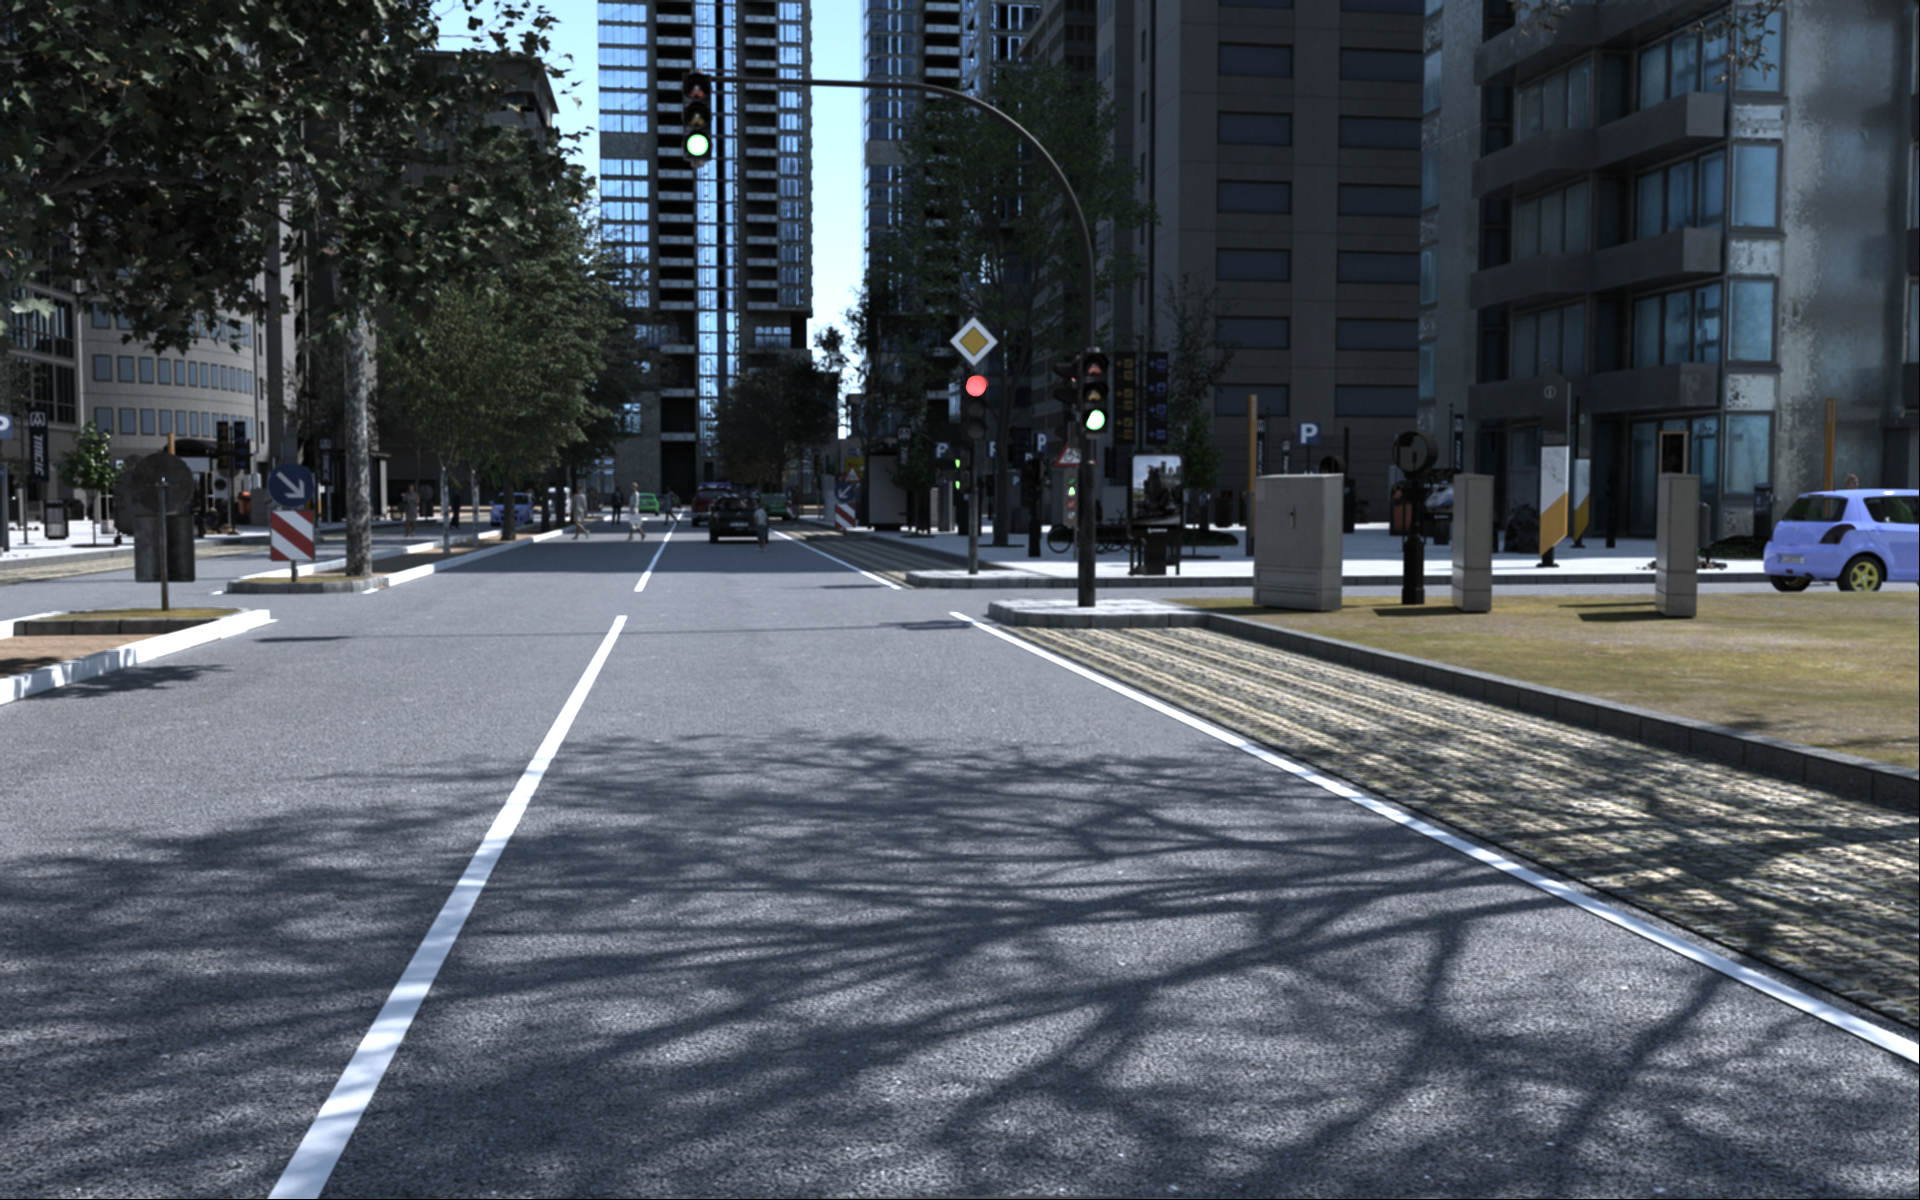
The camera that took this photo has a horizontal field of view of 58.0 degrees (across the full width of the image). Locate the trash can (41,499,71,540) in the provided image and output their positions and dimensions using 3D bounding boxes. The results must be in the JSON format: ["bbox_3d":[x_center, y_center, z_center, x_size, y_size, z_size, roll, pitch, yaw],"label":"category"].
[{"bbox_3d":[-25.471,-2.273,48.811,0.748,1.137,0.748,0,3,0],"label":"trash can"}]

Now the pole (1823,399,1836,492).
[{"bbox_3d":[18.677,-2.654,37.236,0.158,3.312,0.155,0,3,0],"label":"pole"}]

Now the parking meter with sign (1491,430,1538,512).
[{"bbox_3d":[15.358,-3.113,47.151,1.738,3.016,0.543,1,4,17],"label":"parking meter with sign"}]

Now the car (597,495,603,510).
[{"bbox_3d":[-34.032,-9.048,160.513,1.945,1.354,3.894,-1,4,-10],"label":"car"}]

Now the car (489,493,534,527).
[{"bbox_3d":[-20.098,-4.167,77.715,1.945,1.707,3.694,-1,4,-10],"label":"car"}]

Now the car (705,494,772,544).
[{"bbox_3d":[-6.599,-2.558,51.615,2.009,1.686,4.222,0,4,-8],"label":"car"}]

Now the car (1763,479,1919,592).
[{"bbox_3d":[13.448,-0.920,24.626,3.694,1.707,1.945,-1,4,-11],"label":"car"}]

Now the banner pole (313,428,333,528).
[{"bbox_3d":[-24.159,-4.621,65.574,0.863,3.779,0.401,-1,4,-11],"label":"banner pole"}]

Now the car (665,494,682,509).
[{"bbox_3d":[-28.521,-9.743,171.094,2.131,1.459,4.920,0,4,-8],"label":"car"}]

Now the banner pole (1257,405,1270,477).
[{"bbox_3d":[8.509,-3.585,48.627,0.401,3.779,0.863,3,5,42],"label":"banner pole"}]

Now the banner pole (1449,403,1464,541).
[{"bbox_3d":[13.620,-3.526,47.667,0.863,3.779,0.401,-3,5,-42],"label":"banner pole"}]

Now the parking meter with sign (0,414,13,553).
[{"bbox_3d":[-21.474,-2.590,38.600,0.543,3.016,1.738,-2,4,-34],"label":"parking meter with sign"}]

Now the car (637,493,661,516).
[{"bbox_3d":[-20.606,-6.399,113.423,1.959,1.807,4.718,-1,4,-9],"label":"car"}]

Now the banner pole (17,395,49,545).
[{"bbox_3d":[-23.453,-3.290,43.816,0.863,3.779,0.401,0,4,-3],"label":"banner pole"}]

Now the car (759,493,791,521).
[{"bbox_3d":[-10.112,-5.166,93.266,1.959,1.807,4.718,-1,4,-10],"label":"car"}]

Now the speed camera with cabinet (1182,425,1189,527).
[{"bbox_3d":[6.224,-3.439,50.556,0.660,3.252,2.038,0,4,-3],"label":"speed camera with cabinet"}]

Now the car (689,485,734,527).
[{"bbox_3d":[-10.932,-4.193,77.224,2.281,1.827,5.304,-1,4,-8],"label":"car"}]

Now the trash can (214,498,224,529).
[{"bbox_3d":[-26.113,-2.988,60.506,0.748,1.137,0.748,0,3,0],"label":"trash can"}]

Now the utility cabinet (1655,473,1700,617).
[{"bbox_3d":[7.618,-0.593,18.381,0.318,1.500,1.173,1,4,17],"label":"utility cabinet"}]

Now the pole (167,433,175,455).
[{"bbox_3d":[-26.389,-3.925,58.016,0.158,3.312,0.155,0,3,0],"label":"pole"}]

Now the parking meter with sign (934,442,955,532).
[{"bbox_3d":[-0.480,-3.841,59.059,0.543,3.016,1.738,0,4,8],"label":"parking meter with sign"}]

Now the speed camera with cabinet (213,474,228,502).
[{"bbox_3d":[-35.813,-5.368,82.098,2.038,3.252,0.660,-2,4,-25],"label":"speed camera with cabinet"}]

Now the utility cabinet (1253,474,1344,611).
[{"bbox_3d":[3.738,-0.646,19.243,0.318,1.500,1.173,-2,4,-28],"label":"utility cabinet"}]

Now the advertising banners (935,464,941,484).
[{"bbox_3d":[-0.754,-6.386,100.605,0.090,3.025,2.074,3,5,44],"label":"advertising banners"}]

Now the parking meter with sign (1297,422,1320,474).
[{"bbox_3d":[8.696,-2.856,42.952,0.543,3.016,1.738,1,4,15],"label":"parking meter with sign"}]

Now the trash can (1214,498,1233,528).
[{"bbox_3d":[10.006,-3.315,65.859,0.748,1.137,0.748,0,3,0],"label":"trash can"}]

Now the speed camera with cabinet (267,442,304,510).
[{"bbox_3d":[-26.068,-4.442,66.963,0.660,3.252,2.038,0,4,2],"label":"speed camera with cabinet"}]

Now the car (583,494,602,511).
[{"bbox_3d":[-31.665,-8.329,147.975,2.131,1.459,4.920,0,4,-8],"label":"car"}]

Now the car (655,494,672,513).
[{"bbox_3d":[-22.729,-7.301,131.371,2.014,1.417,4.499,-1,4,-10],"label":"car"}]

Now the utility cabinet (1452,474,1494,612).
[{"bbox_3d":[5.677,-0.641,19.167,0.318,1.500,1.173,1,4,10],"label":"utility cabinet"}]

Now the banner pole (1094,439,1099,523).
[{"bbox_3d":[5.806,-5.321,77.015,0.863,3.779,0.401,-1,4,-21],"label":"banner pole"}]

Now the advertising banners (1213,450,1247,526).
[{"bbox_3d":[10.595,-4.430,68.617,2.074,3.025,0.090,-1,4,-9],"label":"advertising banners"}]

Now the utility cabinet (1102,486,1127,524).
[{"bbox_3d":[4.685,-2.576,50.804,0.318,1.500,1.173,-3,4,-37],"label":"utility cabinet"}]

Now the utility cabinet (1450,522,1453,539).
[{"bbox_3d":[14.332,-2.329,49.233,0.306,1.237,1.020,-2,4,-27],"label":"utility cabinet"}]

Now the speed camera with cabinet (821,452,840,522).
[{"bbox_3d":[-6.017,-5.278,80.635,0.660,3.252,2.038,-1,4,-12],"label":"speed camera with cabinet"}]

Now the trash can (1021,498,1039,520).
[{"bbox_3d":[2.614,-3.226,64.396,0.748,1.137,0.748,0,3,0],"label":"trash can"}]

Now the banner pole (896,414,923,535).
[{"bbox_3d":[-1.596,-3.952,54.631,0.863,3.779,0.401,1,4,9],"label":"banner pole"}]

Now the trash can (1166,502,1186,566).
[{"bbox_3d":[3.680,-1.194,31.176,0.748,1.137,0.748,0,3,0],"label":"trash can"}]

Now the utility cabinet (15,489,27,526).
[{"bbox_3d":[-37.704,-3.722,69.528,0.318,1.500,1.173,-2,4,-34],"label":"utility cabinet"}]

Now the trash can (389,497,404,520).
[{"bbox_3d":[-27.395,-4.440,84.242,0.748,1.137,0.748,0,3,0],"label":"trash can"}]

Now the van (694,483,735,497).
[{"bbox_3d":[-13.328,-5.502,94.340,2.240,2.365,5.245,-1,4,-9],"label":"van"}]

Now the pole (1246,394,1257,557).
[{"bbox_3d":[5.980,-2.549,35.511,0.158,3.312,0.155,0,3,0],"label":"pole"}]

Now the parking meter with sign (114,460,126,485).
[{"bbox_3d":[-42.455,-5.623,88.202,0.543,3.016,1.738,-3,5,-44],"label":"parking meter with sign"}]

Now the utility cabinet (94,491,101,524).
[{"bbox_3d":[-36.833,-4.029,74.546,0.318,1.500,1.173,0,4,6],"label":"utility cabinet"}]

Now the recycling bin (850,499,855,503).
[{"bbox_3d":[-5.983,-5.245,98.309,0.722,1.027,0.722,1,4,15],"label":"recycling bin"}]

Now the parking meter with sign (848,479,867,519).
[{"bbox_3d":[-5.004,-5.617,88.100,0.543,3.016,1.738,2,4,34],"label":"parking meter with sign"}]

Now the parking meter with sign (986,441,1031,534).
[{"bbox_3d":[1.601,-3.662,56.136,0.543,3.016,1.738,-3,4,-37],"label":"parking meter with sign"}]

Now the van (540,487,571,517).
[{"bbox_3d":[-24.715,-6.079,106.410,2.013,2.044,4.112,0,4,-8],"label":"van"}]

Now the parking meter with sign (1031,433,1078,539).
[{"bbox_3d":[2.957,-3.220,48.914,1.738,3.016,0.543,3,4,37],"label":"parking meter with sign"}]

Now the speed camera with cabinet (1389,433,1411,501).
[{"bbox_3d":[14.603,-3.770,55.969,0.660,3.252,2.038,-1,4,-14],"label":"speed camera with cabinet"}]

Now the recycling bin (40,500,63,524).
[{"bbox_3d":[-39.046,-3.785,74.434,0.722,1.027,0.722,-3,5,-44],"label":"recycling bin"}]

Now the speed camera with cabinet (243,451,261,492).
[{"bbox_3d":[-32.298,-5.227,79.796,0.660,3.252,2.038,0,4,3],"label":"speed camera with cabinet"}]

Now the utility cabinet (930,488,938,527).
[{"bbox_3d":[-0.892,-3.490,65.735,1.173,1.500,0.318,1,4,21],"label":"utility cabinet"}]

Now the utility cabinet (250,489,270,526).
[{"bbox_3d":[-27.689,-3.693,69.060,1.173,1.500,0.318,1,4,18],"label":"utility cabinet"}]

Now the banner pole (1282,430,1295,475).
[{"bbox_3d":[12.887,-4.765,67.929,0.401,3.779,0.863,-2,4,-30],"label":"banner pole"}]
